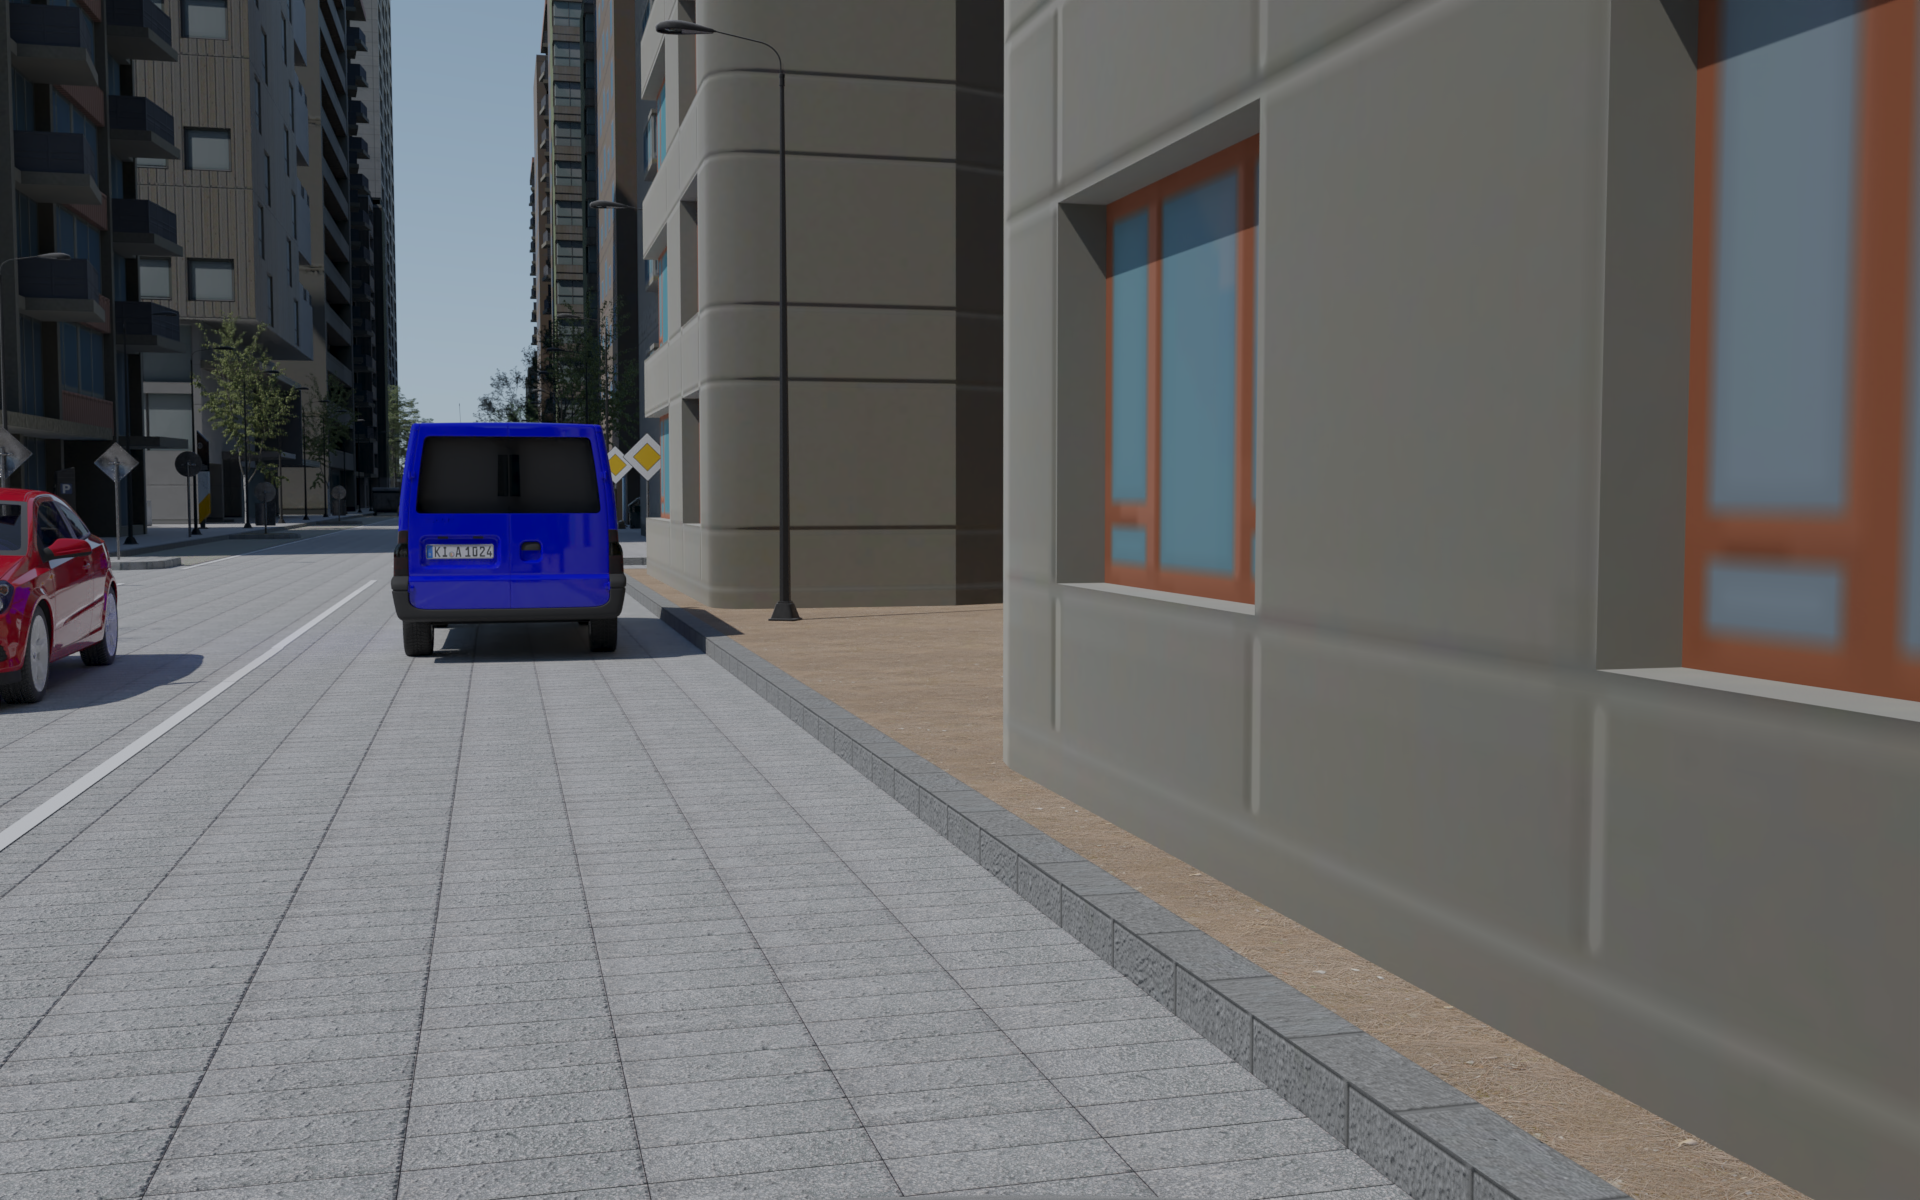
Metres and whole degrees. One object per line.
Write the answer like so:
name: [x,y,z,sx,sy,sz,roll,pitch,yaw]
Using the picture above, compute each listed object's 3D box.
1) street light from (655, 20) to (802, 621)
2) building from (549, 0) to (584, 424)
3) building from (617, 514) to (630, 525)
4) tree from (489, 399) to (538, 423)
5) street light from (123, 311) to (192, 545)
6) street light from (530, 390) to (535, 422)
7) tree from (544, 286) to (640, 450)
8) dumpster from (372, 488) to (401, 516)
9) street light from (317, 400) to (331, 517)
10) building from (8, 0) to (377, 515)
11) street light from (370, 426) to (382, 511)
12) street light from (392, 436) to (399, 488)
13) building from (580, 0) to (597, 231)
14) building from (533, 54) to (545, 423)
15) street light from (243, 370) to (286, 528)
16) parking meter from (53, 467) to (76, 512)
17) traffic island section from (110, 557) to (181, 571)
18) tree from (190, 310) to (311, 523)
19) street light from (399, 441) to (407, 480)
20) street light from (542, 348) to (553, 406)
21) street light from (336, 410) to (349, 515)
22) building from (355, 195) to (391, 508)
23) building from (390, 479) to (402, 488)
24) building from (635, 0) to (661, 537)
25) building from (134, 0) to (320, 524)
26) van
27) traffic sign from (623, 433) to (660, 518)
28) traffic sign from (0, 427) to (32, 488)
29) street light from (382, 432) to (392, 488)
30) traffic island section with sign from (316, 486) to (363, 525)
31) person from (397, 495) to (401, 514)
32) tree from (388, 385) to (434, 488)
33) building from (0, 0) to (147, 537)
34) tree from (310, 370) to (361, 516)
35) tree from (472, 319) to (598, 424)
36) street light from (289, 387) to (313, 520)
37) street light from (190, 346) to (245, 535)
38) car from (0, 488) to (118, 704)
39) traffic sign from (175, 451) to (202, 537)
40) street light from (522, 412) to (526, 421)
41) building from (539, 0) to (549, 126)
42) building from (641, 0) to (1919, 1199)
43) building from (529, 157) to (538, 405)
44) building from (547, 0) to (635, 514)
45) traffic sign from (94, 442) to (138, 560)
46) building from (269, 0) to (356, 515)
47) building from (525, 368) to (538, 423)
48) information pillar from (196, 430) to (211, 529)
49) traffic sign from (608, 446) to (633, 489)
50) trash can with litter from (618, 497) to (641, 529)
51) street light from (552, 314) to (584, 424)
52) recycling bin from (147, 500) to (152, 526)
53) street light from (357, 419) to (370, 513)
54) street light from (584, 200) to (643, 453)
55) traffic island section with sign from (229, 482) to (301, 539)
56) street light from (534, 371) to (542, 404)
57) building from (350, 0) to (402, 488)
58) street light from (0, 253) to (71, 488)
street light: [-2.300,-2.737,17.287,1.470,5.913,1.316,-1,4,-15]
building: [-20.994,-26.665,119.574,14.154,41.232,14.086,-1,4,-15]
building: [-9.169,-26.205,78.565,14.600,45.320,14.200,-1,4,-15]
tree: [-47.223,-16.104,189.060,9.928,11.665,9.643,0,3,0]
street light: [-20.602,-4.375,44.077,1.470,5.913,1.316,-1,4,-15]
street light: [-18.214,-6.383,76.904,1.470,5.913,1.316,-1,4,-15]
tree: [-13.080,-6.857,62.476,4.737,8.622,4.395,0,3,0]
dumpster: [-37.656,-6.455,113.757,1.865,1.857,1.264,-1,4,-16]
street light: [-31.819,-6.916,85.626,1.470,5.913,1.316,-1,4,-15]
building: [-59.039,-29.564,137.989,22.147,44.769,28.867,-1,4,-15]
street light: [-40.505,-8.918,118.356,1.470,5.913,1.316,-1,4,-15]
street light: [-46.113,-10.188,139.118,1.470,5.913,1.316,-1,4,-15]
building: [-15.646,-20.341,104.284,14.160,30.474,14.107,-1,4,-15]
building: [-35.737,-32.147,175.706,14.600,45.320,14.200,-1,4,-15]
street light: [-26.170,-5.647,64.875,1.470,5.913,1.316,-1,4,-15]
parking meter: [-19.532,-1.962,37.792,0.399,1.863,0.255,-3,4,-39]
traffic island section: [-16.437,-0.704,33.795,2.009,0.180,2.903,-1,4,-15]
tree: [-28.554,-7.267,69.180,4.737,8.622,4.395,0,3,0]
street light: [-49.162,-10.891,150.601,1.470,5.913,1.316,-1,4,-15]
street light: [-12.447,-5.059,55.259,1.470,5.913,1.316,-1,4,-15]
street light: [-34.650,-7.551,96.000,1.470,5.913,1.316,-1,4,-15]
building: [-60.736,-23.759,160.168,14.160,30.474,14.107,-1,4,-15]
building: [-80.098,-30.712,194.022,32.217,40.220,23.993,-1,4,-15]
building: [1.336,-26.129,50.913,21.600,48.544,21.300,-1,4,-15]
building: [-45.986,-30.080,81.047,28.713,52.752,27.495,-1,4,-15]
van: [-4.434,-0.778,17.107,2.240,2.365,5.245,-1,4,-14]
traffic sign: [-5.130,-1.518,28.454,0.795,2.450,0.064,-1,4,-15]
traffic sign: [-14.358,-1.369,26.023,0.795,2.450,0.064,-1,4,-15]
street light: [-43.284,-9.554,128.744,1.470,5.913,1.316,-1,4,-15]
traffic island section with sign: [-29.198,-4.460,81.552,1.989,1.847,2.006,-1,4,-15]
person: [-29.716,-5.109,92.526,0.515,1.767,0.782,2,4,31]
tree: [-59.112,-16.011,179.902,7.486,12.596,7.792,0,3,0]
building: [-33.176,-23.791,43.605,22.147,44.769,28.867,-1,4,-15]
tree: [-37.648,-9.299,102.405,4.737,8.622,4.395,0,3,0]
tree: [-21.612,-9.621,91.712,8.767,10.594,7.601,-1,4,-14]
street light: [-28.968,-6.282,75.257,1.470,5.913,1.316,-1,4,-15]
street light: [-23.515,-5.010,54.454,1.470,5.913,1.316,-1,4,-15]
car: [-7.551,-0.235,12.890,2.155,1.783,4.494,-1,4,-17]
traffic sign: [-22.900,-3.139,51.425,0.768,2.556,0.104,-1,4,-9]
street light: [-23.801,-7.653,97.672,1.470,5.913,1.316,-1,4,-15]
building: [-26.117,-30.659,155.903,22.147,44.769,28.867,-1,4,-15]
building: [12.044,-10.505,16.790,27.650,21.520,28.899,-1,4,-15]
building: [-44.023,-34.822,223.956,22.147,44.769,28.867,-1,4,-15]
building: [-24.411,-29.602,134.097,14.600,45.320,14.200,-1,4,-15]
traffic sign: [-16.416,-1.841,33.739,0.795,2.450,0.064,-1,4,-15]
building: [-51.916,-29.915,112.811,21.300,48.544,21.600,-1,4,-15]
building: [-49.017,-24.962,253.172,27.650,21.520,28.899,-1,4,-15]
information pillar: [-27.829,-4.425,63.707,0.504,3.616,0.183,1,4,17]
traffic sign: [-7.188,-1.989,36.171,0.795,2.450,0.064,-1,4,-15]
trash can with litter: [-12.166,-3.204,63.778,1.055,1.170,0.624,-1,4,-19]
street light: [-9.689,-4.423,44.865,1.470,5.913,1.316,-1,4,-15]
recycling bin: [-32.730,-3.452,68.989,0.722,1.027,0.722,1,4,17]
street light: [-37.722,-8.270,107.751,1.470,5.913,1.316,-1,4,-15]
street light: [-5.168,-3.373,27.697,1.470,5.913,1.316,-1,4,-15]
traffic island section with sign: [-22.246,-2.867,55.506,1.989,1.847,2.006,-1,4,-15]
street light: [-15.235,-5.696,65.678,1.470,5.913,1.316,-1,4,-15]
building: [-85.595,-48.793,236.013,20.563,71.187,20.611,-1,4,-15]
street light: [-17.823,-3.722,33.392,1.470,5.913,1.316,-1,4,-15]
